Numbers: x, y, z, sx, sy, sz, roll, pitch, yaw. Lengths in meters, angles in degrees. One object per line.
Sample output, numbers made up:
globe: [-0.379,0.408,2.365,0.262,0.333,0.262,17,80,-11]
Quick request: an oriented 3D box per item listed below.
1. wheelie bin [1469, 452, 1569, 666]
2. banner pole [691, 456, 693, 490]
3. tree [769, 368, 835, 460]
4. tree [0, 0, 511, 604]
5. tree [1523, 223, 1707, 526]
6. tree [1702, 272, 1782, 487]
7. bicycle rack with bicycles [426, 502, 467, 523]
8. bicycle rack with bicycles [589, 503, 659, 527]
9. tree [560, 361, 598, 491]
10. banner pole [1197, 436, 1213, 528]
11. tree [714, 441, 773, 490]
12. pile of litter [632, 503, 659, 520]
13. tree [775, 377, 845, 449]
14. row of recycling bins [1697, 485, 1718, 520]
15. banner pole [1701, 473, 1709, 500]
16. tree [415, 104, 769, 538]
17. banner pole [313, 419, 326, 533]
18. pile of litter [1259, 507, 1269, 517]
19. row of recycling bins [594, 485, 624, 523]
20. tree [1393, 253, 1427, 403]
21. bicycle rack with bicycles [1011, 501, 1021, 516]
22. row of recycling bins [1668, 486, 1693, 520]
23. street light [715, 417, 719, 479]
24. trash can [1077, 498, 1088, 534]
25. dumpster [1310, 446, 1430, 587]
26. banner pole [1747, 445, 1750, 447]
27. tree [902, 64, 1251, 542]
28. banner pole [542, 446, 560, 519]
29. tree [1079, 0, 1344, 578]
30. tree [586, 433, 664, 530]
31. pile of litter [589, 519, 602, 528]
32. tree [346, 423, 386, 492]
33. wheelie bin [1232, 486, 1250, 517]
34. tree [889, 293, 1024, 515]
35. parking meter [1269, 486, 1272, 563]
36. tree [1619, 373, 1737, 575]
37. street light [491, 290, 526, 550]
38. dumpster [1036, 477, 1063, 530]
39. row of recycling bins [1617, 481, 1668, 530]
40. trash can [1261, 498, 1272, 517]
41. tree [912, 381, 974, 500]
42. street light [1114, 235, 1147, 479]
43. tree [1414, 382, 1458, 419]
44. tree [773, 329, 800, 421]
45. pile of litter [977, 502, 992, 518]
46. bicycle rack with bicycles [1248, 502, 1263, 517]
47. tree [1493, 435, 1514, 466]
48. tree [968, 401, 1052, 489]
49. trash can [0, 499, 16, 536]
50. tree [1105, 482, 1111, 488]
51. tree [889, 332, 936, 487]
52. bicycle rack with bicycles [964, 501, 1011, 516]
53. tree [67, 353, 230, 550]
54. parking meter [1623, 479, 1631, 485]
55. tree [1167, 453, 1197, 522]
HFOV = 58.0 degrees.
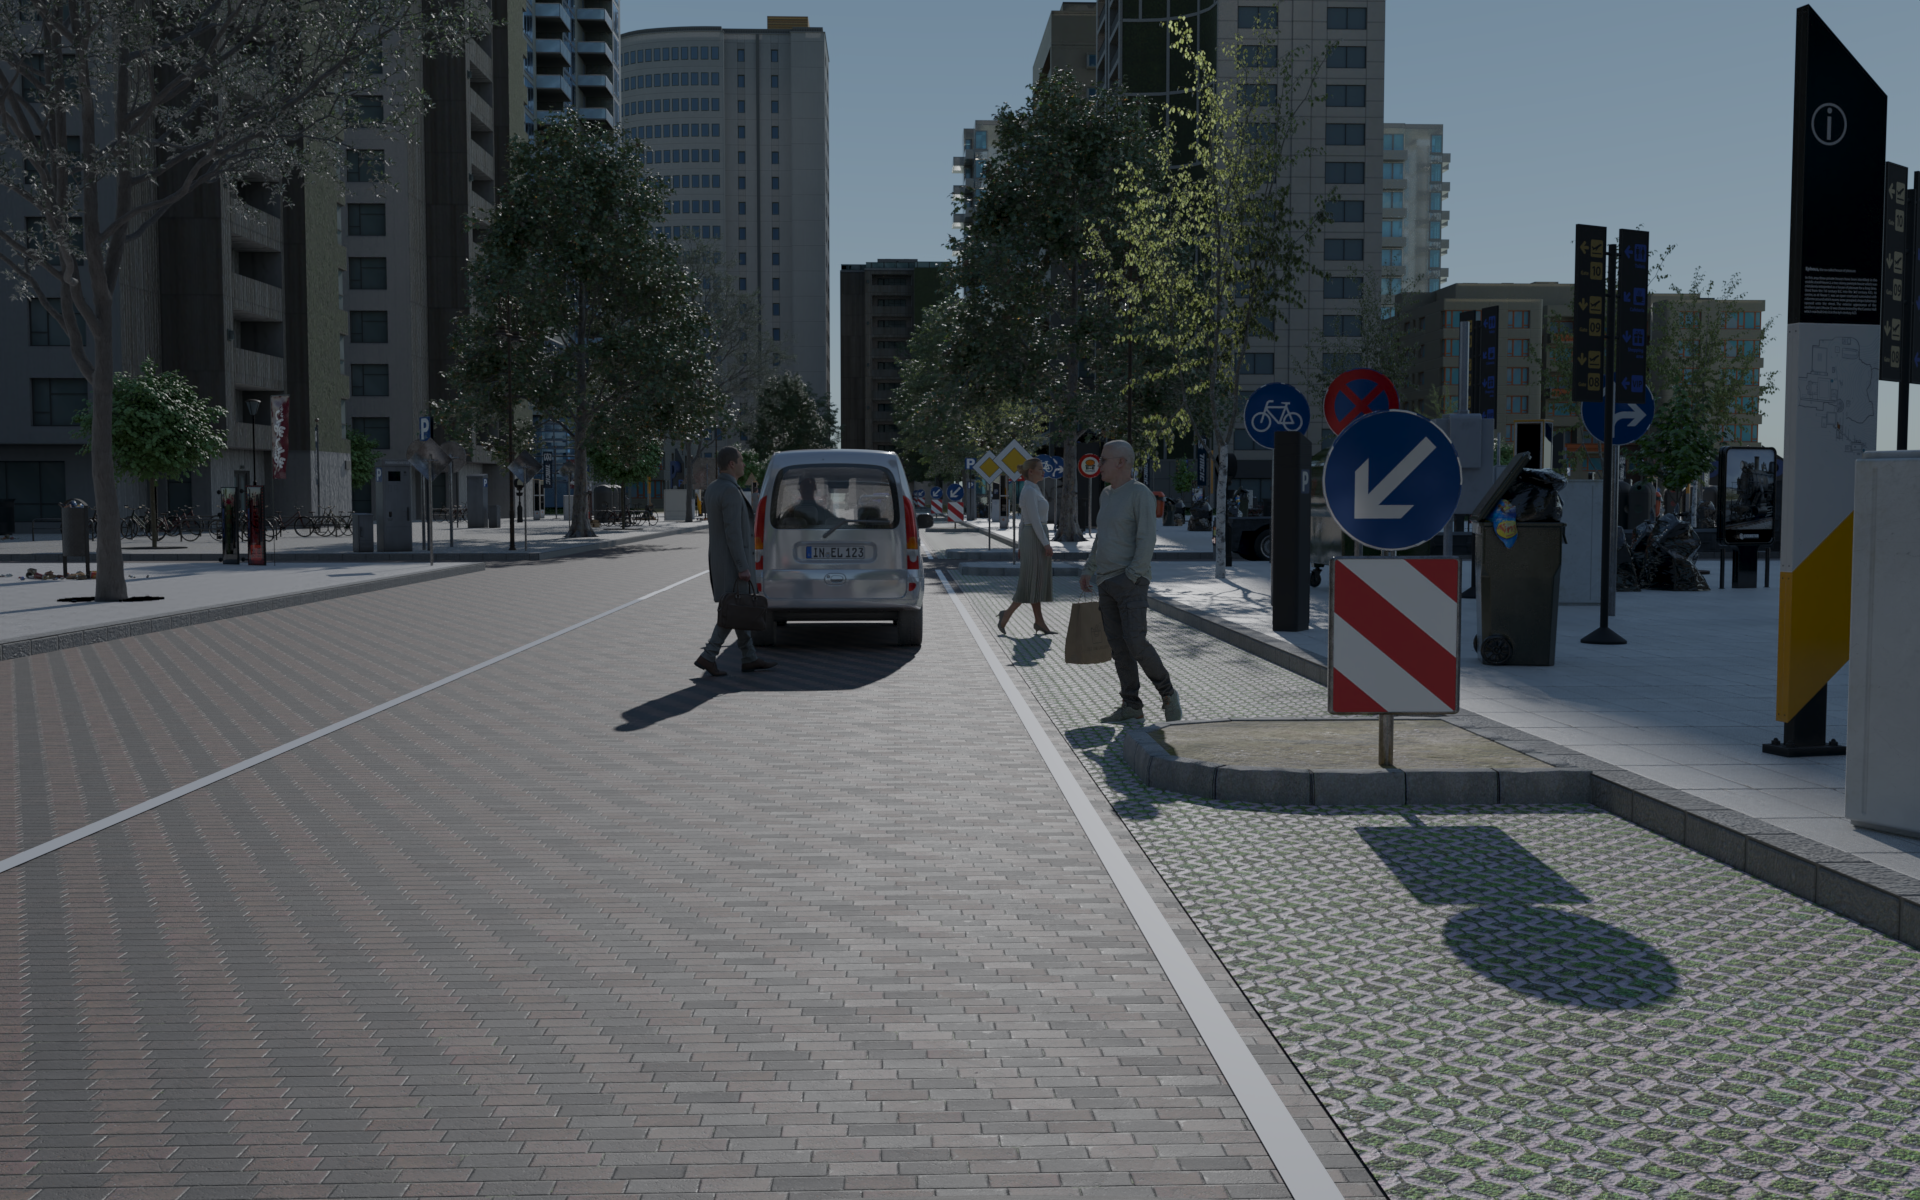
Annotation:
wheelie bin: [4.248,-0.322,13.165,0.693,1.594,0.980,1,4,12]
banner pole: [-17.330,-7.537,113.243,0.863,3.779,0.401,-3,4,-36]
tree: [-15.974,-14.728,157.803,9.611,12.733,9.660,0,3,0]
tree: [-10.327,-6.728,20.381,12.009,13.543,11.850,0,3,0]
tree: [17.831,-5.970,47.980,4.737,8.622,4.395,0,3,0]
tree: [24.425,-6.512,56.830,4.737,8.622,4.395,0,3,0]
bicycle rack with bicycles: [-22.539,-3.956,78.060,2.852,0.926,2.925,3,5,41]
bicycle rack with bicycles: [-13.510,-3.448,69.756,2.925,0.926,2.852,-2,4,-35]
tree: [-20.055,-8.810,94.404,4.737,8.622,4.395,0,3,0]
banner pole: [9.247,-4.606,65.320,0.401,3.779,0.863,-3,5,-41]
tree: [-13.874,-7.556,107.256,4.285,4.588,4.351,0,3,0]
pile of litter: [-15.402,-4.336,84.852,1.176,0.858,1.719,-2,4,-30]
tree: [-17.092,-17.134,186.788,9.857,13.997,8.962,0,3,0]
row of recycling bins: [36.331,-4.516,80.949,1.069,1.692,3.534,-3,4,-36]
banner pole: [32.980,-5.302,76.703,0.863,3.779,0.401,-3,4,-38]
tree: [-11.192,-8.212,51.277,9.611,12.733,9.660,0,3,0]
banner pole: [-21.230,-4.110,57.223,0.401,3.779,0.863,-1,4,-14]
pile of litter: [13.916,-3.847,76.860,1.719,0.858,1.176,1,4,11]
row of recycling bins: [-15.910,-4.384,78.787,1.069,1.692,3.534,0,4,0]
tree: [12.506,-6.310,53.537,4.360,8.622,3.978,0,3,0]
bicycle rack with bicycles: [5.076,-5.906,109.937,2.852,0.926,2.925,1,4,14]
row of recycling bins: [34.688,-4.797,85.551,3.534,1.692,1.069,0,4,4]
street light: [-12.156,-6.949,86.407,0.468,5.910,1.993,0,4,-2]
trash can: [3.788,-2.737,56.398,0.748,1.137,0.748,0,3,0]
dumpster: [5.399,-1.253,22.973,1.502,2.255,1.985,0,4,-2]
banner pole: [40.616,-6.040,88.767,0.863,3.779,0.401,0,4,3]
tree: [3.067,-7.919,46.488,9.611,12.733,9.660,0,3,0]
banner pole: [-21.089,-6.075,89.348,0.863,3.779,0.401,-1,4,-18]
tree: [3.945,-4.651,26.410,4.360,8.622,3.978,0,3,0]
tree: [-12.125,-4.813,62.403,4.285,4.588,4.351,0,3,0]
pile of litter: [-14.278,-3.224,66.675,1.176,0.858,1.719,1,4,23]
tree: [-27.626,-5.773,78.106,4.285,4.588,4.351,0,3,0]
wheelie bin: [10.837,-3.605,66.850,0.693,1.594,0.980,0,4,6]
tree: [0.398,-12.326,108.185,9.857,13.997,8.962,0,3,0]
parking meter: [5.942,-1.453,32.173,0.372,1.533,0.369,0,3,0]
tree: [11.454,-2.042,27.981,1.663,3.219,1.824,0,3,0]
street light: [-10.226,-4.074,39.393,0.468,5.910,1.993,0,4,-2]
dumpster: [3.082,-3.389,61.173,1.264,1.857,1.865,0,4,-2]
row of recycling bins: [20.608,-2.945,55.261,1.069,1.692,3.534,-2,4,-32]
trash can: [10.293,-2.775,57.031,0.748,1.137,0.748,0,3,0]
tree: [-1.533,-15.873,177.655,7.486,12.596,7.792,0,3,0]
street light: [3.040,-3.561,31.002,0.468,5.910,1.993,0,4,-2]
tree: [31.730,-9.960,113.202,4.737,8.622,4.395,0,3,0]
tree: [-12.188,-10.263,78.170,12.009,13.543,11.850,0,3,0]
pile of litter: [1.181,-4.808,92.577,1.719,0.858,1.176,1,4,22]
bicycle rack with bicycles: [13.812,-4.074,79.999,2.925,0.926,2.852,-1,4,-18]
tree: [29.705,-6.853,95.758,4.285,4.588,4.351,0,3,0]
tree: [1.694,-8.437,88.300,4.360,8.622,3.978,0,3,0]
trash can: [-29.682,-2.575,53.748,0.748,1.137,0.748,0,3,0]
tree: [8.887,-6.352,98.457,1.663,3.219,1.824,0,3,0]
tree: [-1.745,-20.600,192.705,12.611,20.169,13.585,0,3,0]
bicycle rack with bicycles: [1.191,-5.605,105.022,2.925,0.926,2.852,-1,4,-10]
tree: [-19.021,-3.482,40.647,4.285,4.588,4.351,0,3,0]
parking meter: [25.769,-3.745,66.939,0.255,1.863,0.399,2,4,26]
tree: [10.407,-5.256,80.536,1.663,3.219,1.824,0,3,0]
